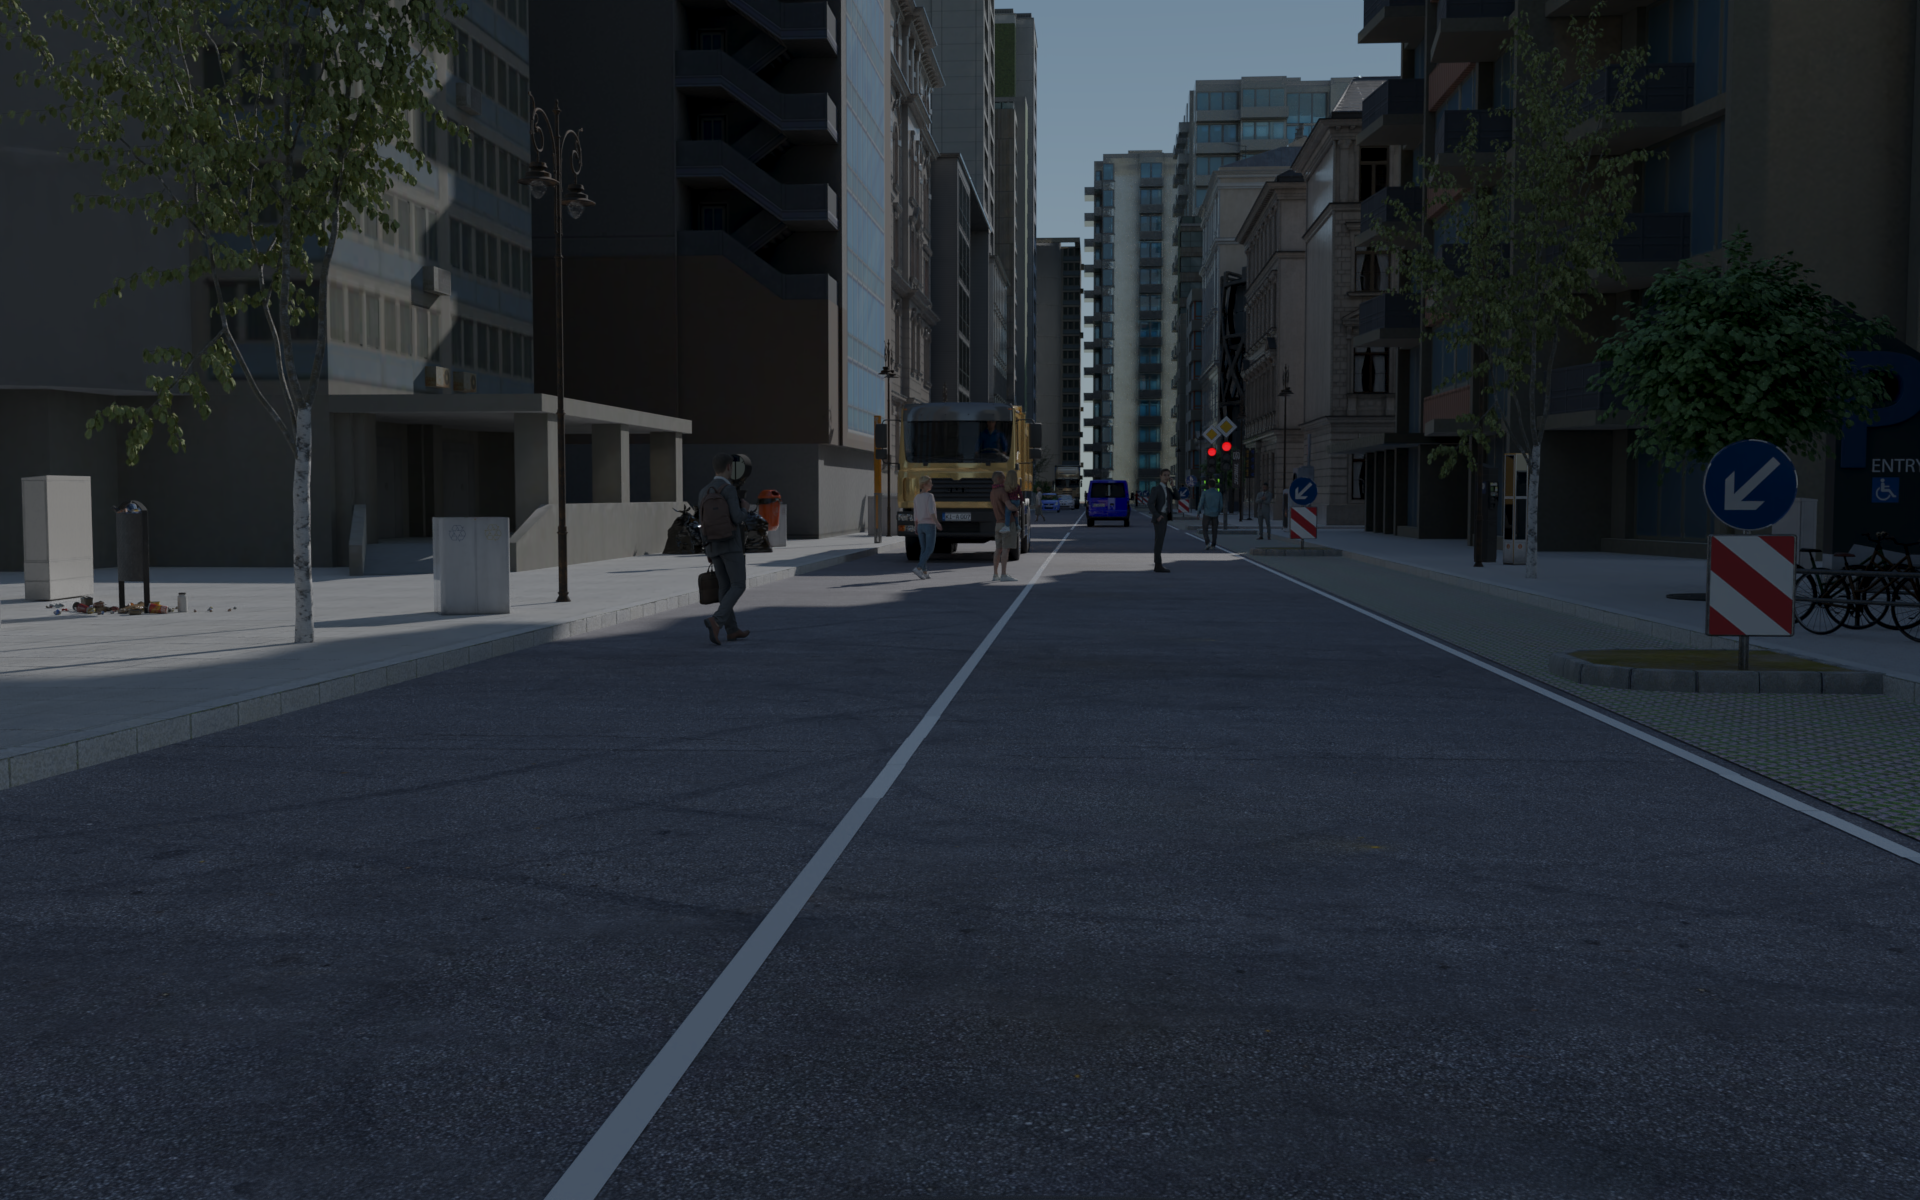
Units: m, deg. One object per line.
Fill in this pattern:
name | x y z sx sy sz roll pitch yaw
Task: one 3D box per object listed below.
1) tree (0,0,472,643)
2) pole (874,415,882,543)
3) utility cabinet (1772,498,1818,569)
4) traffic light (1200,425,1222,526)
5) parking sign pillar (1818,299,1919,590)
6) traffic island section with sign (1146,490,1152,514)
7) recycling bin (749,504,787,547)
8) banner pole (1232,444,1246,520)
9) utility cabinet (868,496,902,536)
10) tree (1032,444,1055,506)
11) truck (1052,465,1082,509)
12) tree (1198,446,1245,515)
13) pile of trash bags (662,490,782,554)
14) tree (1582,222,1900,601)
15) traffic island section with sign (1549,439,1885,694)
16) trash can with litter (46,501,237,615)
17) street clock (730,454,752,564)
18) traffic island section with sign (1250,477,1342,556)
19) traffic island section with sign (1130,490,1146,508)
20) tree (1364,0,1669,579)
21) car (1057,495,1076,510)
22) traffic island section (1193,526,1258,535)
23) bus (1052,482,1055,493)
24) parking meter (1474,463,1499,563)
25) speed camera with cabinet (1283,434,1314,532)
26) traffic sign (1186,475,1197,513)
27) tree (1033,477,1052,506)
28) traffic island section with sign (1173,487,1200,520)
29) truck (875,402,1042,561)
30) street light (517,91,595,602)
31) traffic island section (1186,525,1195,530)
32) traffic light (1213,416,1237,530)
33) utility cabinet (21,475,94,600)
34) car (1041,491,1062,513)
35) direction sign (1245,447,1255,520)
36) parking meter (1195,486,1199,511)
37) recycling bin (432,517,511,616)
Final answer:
tree | -5.845 -3.946 14.883 4.737 8.622 4.395 0 3 0
pole | -2.138 -3.132 45.048 0.158 3.312 0.155 0 3 0
utility cabinet | 14.245 -1.127 29.581 0.306 1.237 1.020 0 4 0
traffic light | 10.165 -4.971 70.189 0.839 4.253 0.868 0 4 5
parking sign pillar | 12.625 -2.157 23.736 1.447 3.967 1.447 1 4 10
traffic island section with sign | 14.484 -7.045 123.805 1.989 1.847 2.006 0 4 5
recycling bin | -4.700 -1.810 42.140 0.722 1.027 0.722 2 4 27
banner pole | 13.856 -5.872 86.032 0.863 3.779 0.401 3 5 41
utility cabinet | -2.319 -2.587 53.467 1.020 1.237 0.306 1 4 14
tree | 7.844 -14.374 185.383 4.360 8.622 3.978 0 3 0
truck | 10.495 -11.008 168.889 2.839 4.237 11.283 0 4 4
tree | 16.343 -7.517 106.625 4.285 4.588 4.351 0 3 0
pile of trash bags | -4.953 -1.738 38.171 1.912 1.369 3.447 2 4 25
tree | 9.387 -2.289 21.147 4.285 4.588 4.351 0 3 0
traffic island section with sign | 5.673 -0.287 13.319 1.989 1.847 2.006 0 4 5
trash can with litter | -9.201 -0.488 19.041 2.233 1.210 1.678 2 4 35
street clock | -4.033 -1.647 31.499 0.471 2.002 0.358 2 4 27
traffic island section with sign | 7.844 -1.955 40.591 1.989 1.847 2.006 0 4 5
traffic island section with sign | 20.503 -11.654 199.162 1.989 1.847 2.006 0 4 5
tree | 8.617 -4.647 26.344 4.737 8.622 4.395 0 3 0
car | 9.421 -8.820 156.573 2.083 1.381 4.827 0 4 4
traffic island section | 9.569 -2.450 62.340 2.009 0.180 2.903 0 4 5
bus | 12.156 -12.365 197.035 2.948 3.499 13.247 0 4 5
parking meter | 9.899 -1.643 32.569 0.255 1.863 0.399 -2 4 -30
speed camera with cabinet | 11.301 -3.887 57.893 0.660 3.252 2.038 0 4 -2
traffic sign | 15.604 -7.139 116.831 0.768 2.556 0.104 1 4 12
tree | 8.683 -11.961 190.160 1.663 3.219 1.824 0 3 0
traffic island section with sign | 12.290 -5.363 96.319 1.989 1.847 2.006 0 4 5
truck | 0.229 -2.667 39.536 3.469 3.379 9.791 0 4 4
street light | -4.725 -2.916 20.457 0.468 5.910 1.993 0 4 5
traffic island section | 10.205 -2.937 70.300 2.009 0.180 2.903 0 4 5
traffic light | 9.530 -4.484 62.229 0.839 4.253 0.868 0 4 5
utility cabinet | -11.037 -0.765 21.184 0.318 1.500 1.173 0 4 -3
car | 6.942 -7.656 134.761 1.945 1.707 3.694 0 4 4
direction sign | 14.147 -5.662 84.574 0.379 3.537 0.876 -1 4 -20
parking meter | 18.266 -7.806 133.346 0.255 1.863 0.399 0 4 -1
recycling bin | -5.278 -0.376 18.702 0.722 1.027 0.722 -2 4 -23
